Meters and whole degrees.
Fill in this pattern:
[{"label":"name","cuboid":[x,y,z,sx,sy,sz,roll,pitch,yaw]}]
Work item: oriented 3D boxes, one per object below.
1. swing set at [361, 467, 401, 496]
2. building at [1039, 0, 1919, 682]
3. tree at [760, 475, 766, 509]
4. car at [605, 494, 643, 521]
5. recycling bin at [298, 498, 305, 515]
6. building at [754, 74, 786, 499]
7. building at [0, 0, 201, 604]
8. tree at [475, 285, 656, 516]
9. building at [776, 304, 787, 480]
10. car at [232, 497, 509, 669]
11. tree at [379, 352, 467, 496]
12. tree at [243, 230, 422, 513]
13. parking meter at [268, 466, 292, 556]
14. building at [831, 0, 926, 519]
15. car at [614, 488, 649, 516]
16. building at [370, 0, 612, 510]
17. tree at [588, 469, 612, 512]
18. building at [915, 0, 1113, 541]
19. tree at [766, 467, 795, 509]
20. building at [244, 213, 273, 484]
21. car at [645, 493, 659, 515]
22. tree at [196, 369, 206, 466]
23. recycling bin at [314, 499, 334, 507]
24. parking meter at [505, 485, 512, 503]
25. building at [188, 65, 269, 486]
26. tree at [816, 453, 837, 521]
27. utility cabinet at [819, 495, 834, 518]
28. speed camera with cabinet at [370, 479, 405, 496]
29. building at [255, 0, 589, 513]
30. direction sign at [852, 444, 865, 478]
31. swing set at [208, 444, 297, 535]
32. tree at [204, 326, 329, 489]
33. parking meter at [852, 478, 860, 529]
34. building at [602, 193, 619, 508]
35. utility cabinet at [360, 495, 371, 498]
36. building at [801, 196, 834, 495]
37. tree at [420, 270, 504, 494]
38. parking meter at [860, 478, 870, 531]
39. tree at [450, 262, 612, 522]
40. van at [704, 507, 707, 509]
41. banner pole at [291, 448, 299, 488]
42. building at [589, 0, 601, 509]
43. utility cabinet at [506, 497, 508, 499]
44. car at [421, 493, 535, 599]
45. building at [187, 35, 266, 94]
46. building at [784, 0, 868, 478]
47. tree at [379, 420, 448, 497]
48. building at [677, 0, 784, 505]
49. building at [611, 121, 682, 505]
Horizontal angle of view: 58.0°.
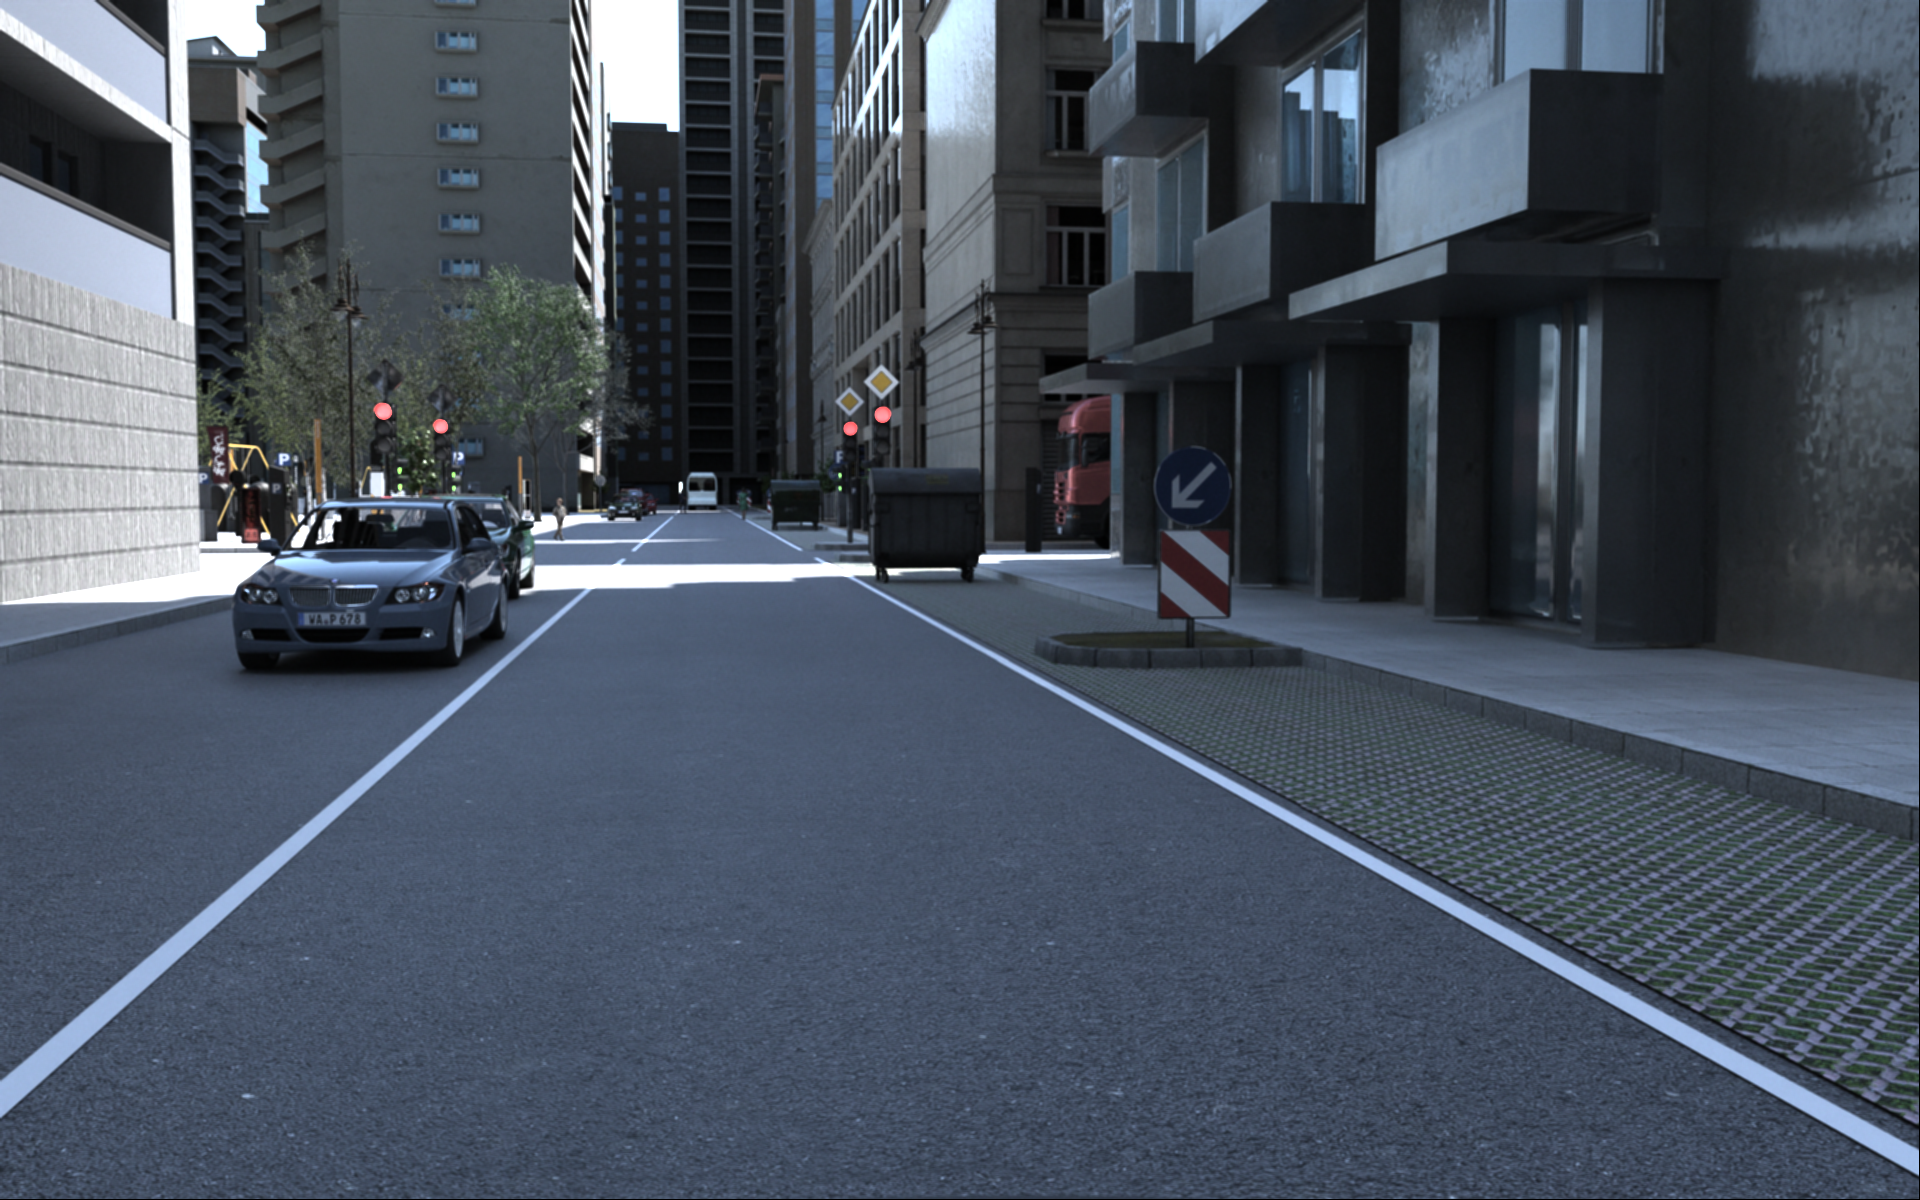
[{"label":"swing set","cuboid":[-32.818,-6.214,99.215,3.119,2.851,2.862,1,4,22]},{"label":"building","cuboid":[14.364,-24.635,22.392,23.786,49.044,30.456,-1,4,-9]},{"label":"tree","cuboid":[-16.597,-9.503,149.972,1.663,3.219,1.824,0,3,0]},{"label":"car","cuboid":[-18.158,-5.139,93.804,2.009,1.686,4.222,-1,4,-9]},{"label":"recycling bin","cuboid":[-40.558,-5.733,106.284,0.722,1.027,0.722,-1,4,-14]},{"label":"building","cuboid":[-10.123,-32.202,181.119,22.147,44.769,28.867,-1,4,-9]},{"label":"building","cuboid":[-25.639,-29.244,20.147,28.212,58.520,21.231,-1,4,-9]},{"label":"tree","cuboid":[-23.571,-11.769,102.800,12.009,13.543,11.850,0,3,0]},{"label":"building","cuboid":[-1.790,-18.892,153.926,27.650,21.520,28.899,-1,4,-9]},{"label":"car","cuboid":[-5.220,-0.233,15.810,2.014,1.417,4.499,0,4,-7]},{"label":"tree","cuboid":[-27.988,-8.525,89.751,4.737,8.622,4.395,0,3,0]},{"label":"tree","cuboid":[-17.967,-6.056,49.377,4.360,8.622,3.978,0,3,0]},{"label":"parking meter","cuboid":[-14.034,-1.839,35.780,0.399,1.863,0.255,0,4,6]},{"label":"building","cuboid":[4.760,-17.089,83.918,19.350,26.468,34.151,-1,4,-9]},{"label":"car","cuboid":[-21.772,-6.498,114.915,2.281,1.827,5.304,-1,4,-8]},{"label":"building","cuboid":[-47.143,-33.987,179.392,21.600,48.544,21.300,-1,4,-9]},{"label":"tree","cuboid":[-25.645,-7.934,124.318,1.663,3.219,1.824,0,3,0]},{"label":"building","cuboid":[13.917,-13.596,55.573,30.059,22.955,16.112,-1,4,-9]},{"label":"tree","cuboid":[-12.289,-7.797,122.076,1.663,3.219,1.824,0,3,0]},{"label":"building","cuboid":[-65.268,-24.997,180.407,14.107,30.474,14.160,-1,4,-9]},{"label":"car","cuboid":[-22.258,-6.888,121.664,2.155,1.783,4.494,-1,4,-10]},{"label":"tree","cuboid":[-43.189,-9.092,99.013,4.737,8.622,4.395,0,3,0]},{"label":"recycling bin","cuboid":[-32.340,-4.617,88.039,0.722,1.027,0.722,3,4,37]},{"label":"parking meter","cuboid":[-29.665,-6.605,113.704,0.399,1.863,0.255,0,4,2]},{"label":"building","cuboid":[-79.444,-32.304,178.277,14.200,45.320,14.600,-1,4,-9]},{"label":"tree","cuboid":[-6.084,-5.313,81.463,1.663,3.219,1.824,0,3,0]},{"label":"utility cabinet","cuboid":[-7.325,-5.047,93.687,1.020,1.237,0.306,-2,4,-31]},{"label":"speed camera with cabinet","cuboid":[-33.707,-6.586,102.011,2.038,3.252,0.660,1,4,17]},{"label":"building","cuboid":[-38.391,-30.737,126.248,21.300,48.544,21.600,-1,4,-9]},{"label":"direction sign","cuboid":[-4.704,-5.315,78.894,0.876,3.537,0.379,-3,4,-36]},{"label":"swing set","cuboid":[-23.035,-3.527,55.282,2.862,2.851,3.119,0,4,-2]},{"label":"tree","cuboid":[-30.171,-7.737,76.856,4.737,8.622,4.395,0,3,0]},{"label":"parking meter","cuboid":[-3.824,-3.526,63.354,0.399,1.863,0.255,2,4,33]},{"label":"building","cuboid":[-39.054,-23.718,159.488,14.160,30.474,14.107,-1,4,-9]},{"label":"utility cabinet","cuboid":[-26.220,-4.043,77.266,1.020,1.237,0.306,1,4,9]},{"label":"building","cuboid":[-3.696,-16.790,110.675,11.583,22.565,21.152,-1,4,-9]},{"label":"tree","cuboid":[-16.883,-6.526,57.066,4.360,8.622,3.978,0,3,0]},{"label":"parking meter","cuboid":[-3.133,-3.297,59.624,0.399,1.863,0.255,-3,5,-45]},{"label":"tree","cuboid":[-19.441,-9.355,78.711,9.928,11.665,9.643,0,3,0]},{"label":"van","cuboid":[-26.124,-10.152,172.999,2.013,2.044,4.112,-1,4,-8]},{"label":"banner pole","cuboid":[-35.644,-6.286,92.786,0.401,3.779,0.863,1,4,9]},{"label":"building","cuboid":[-37.272,-30.254,144.768,14.600,45.320,14.200,-1,4,-9]},{"label":"utility cabinet","cuboid":[-14.883,-2.723,55.686,0.306,1.237,1.020,1,4,12]},{"label":"car","cuboid":[-7.186,-0.807,24.994,2.131,1.459,4.920,-1,4,-10]},{"label":"building","cuboid":[-77.279,-37.939,209.533,27.495,52.752,28.713,-1,4,-9]},{"label":"building","cuboid":[-5.939,-29.402,130.825,14.600,45.320,14.200,-1,4,-9]},{"label":"tree","cuboid":[-14.246,-3.114,45.515,1.663,3.219,1.824,0,3,0]},{"label":"building","cuboid":[-23.862,-47.337,212.219,20.611,71.187,20.563,-1,4,-9]},{"label":"building","cuboid":[-40.681,-34.111,207.820,14.200,45.320,14.600,-1,4,-9]}]
